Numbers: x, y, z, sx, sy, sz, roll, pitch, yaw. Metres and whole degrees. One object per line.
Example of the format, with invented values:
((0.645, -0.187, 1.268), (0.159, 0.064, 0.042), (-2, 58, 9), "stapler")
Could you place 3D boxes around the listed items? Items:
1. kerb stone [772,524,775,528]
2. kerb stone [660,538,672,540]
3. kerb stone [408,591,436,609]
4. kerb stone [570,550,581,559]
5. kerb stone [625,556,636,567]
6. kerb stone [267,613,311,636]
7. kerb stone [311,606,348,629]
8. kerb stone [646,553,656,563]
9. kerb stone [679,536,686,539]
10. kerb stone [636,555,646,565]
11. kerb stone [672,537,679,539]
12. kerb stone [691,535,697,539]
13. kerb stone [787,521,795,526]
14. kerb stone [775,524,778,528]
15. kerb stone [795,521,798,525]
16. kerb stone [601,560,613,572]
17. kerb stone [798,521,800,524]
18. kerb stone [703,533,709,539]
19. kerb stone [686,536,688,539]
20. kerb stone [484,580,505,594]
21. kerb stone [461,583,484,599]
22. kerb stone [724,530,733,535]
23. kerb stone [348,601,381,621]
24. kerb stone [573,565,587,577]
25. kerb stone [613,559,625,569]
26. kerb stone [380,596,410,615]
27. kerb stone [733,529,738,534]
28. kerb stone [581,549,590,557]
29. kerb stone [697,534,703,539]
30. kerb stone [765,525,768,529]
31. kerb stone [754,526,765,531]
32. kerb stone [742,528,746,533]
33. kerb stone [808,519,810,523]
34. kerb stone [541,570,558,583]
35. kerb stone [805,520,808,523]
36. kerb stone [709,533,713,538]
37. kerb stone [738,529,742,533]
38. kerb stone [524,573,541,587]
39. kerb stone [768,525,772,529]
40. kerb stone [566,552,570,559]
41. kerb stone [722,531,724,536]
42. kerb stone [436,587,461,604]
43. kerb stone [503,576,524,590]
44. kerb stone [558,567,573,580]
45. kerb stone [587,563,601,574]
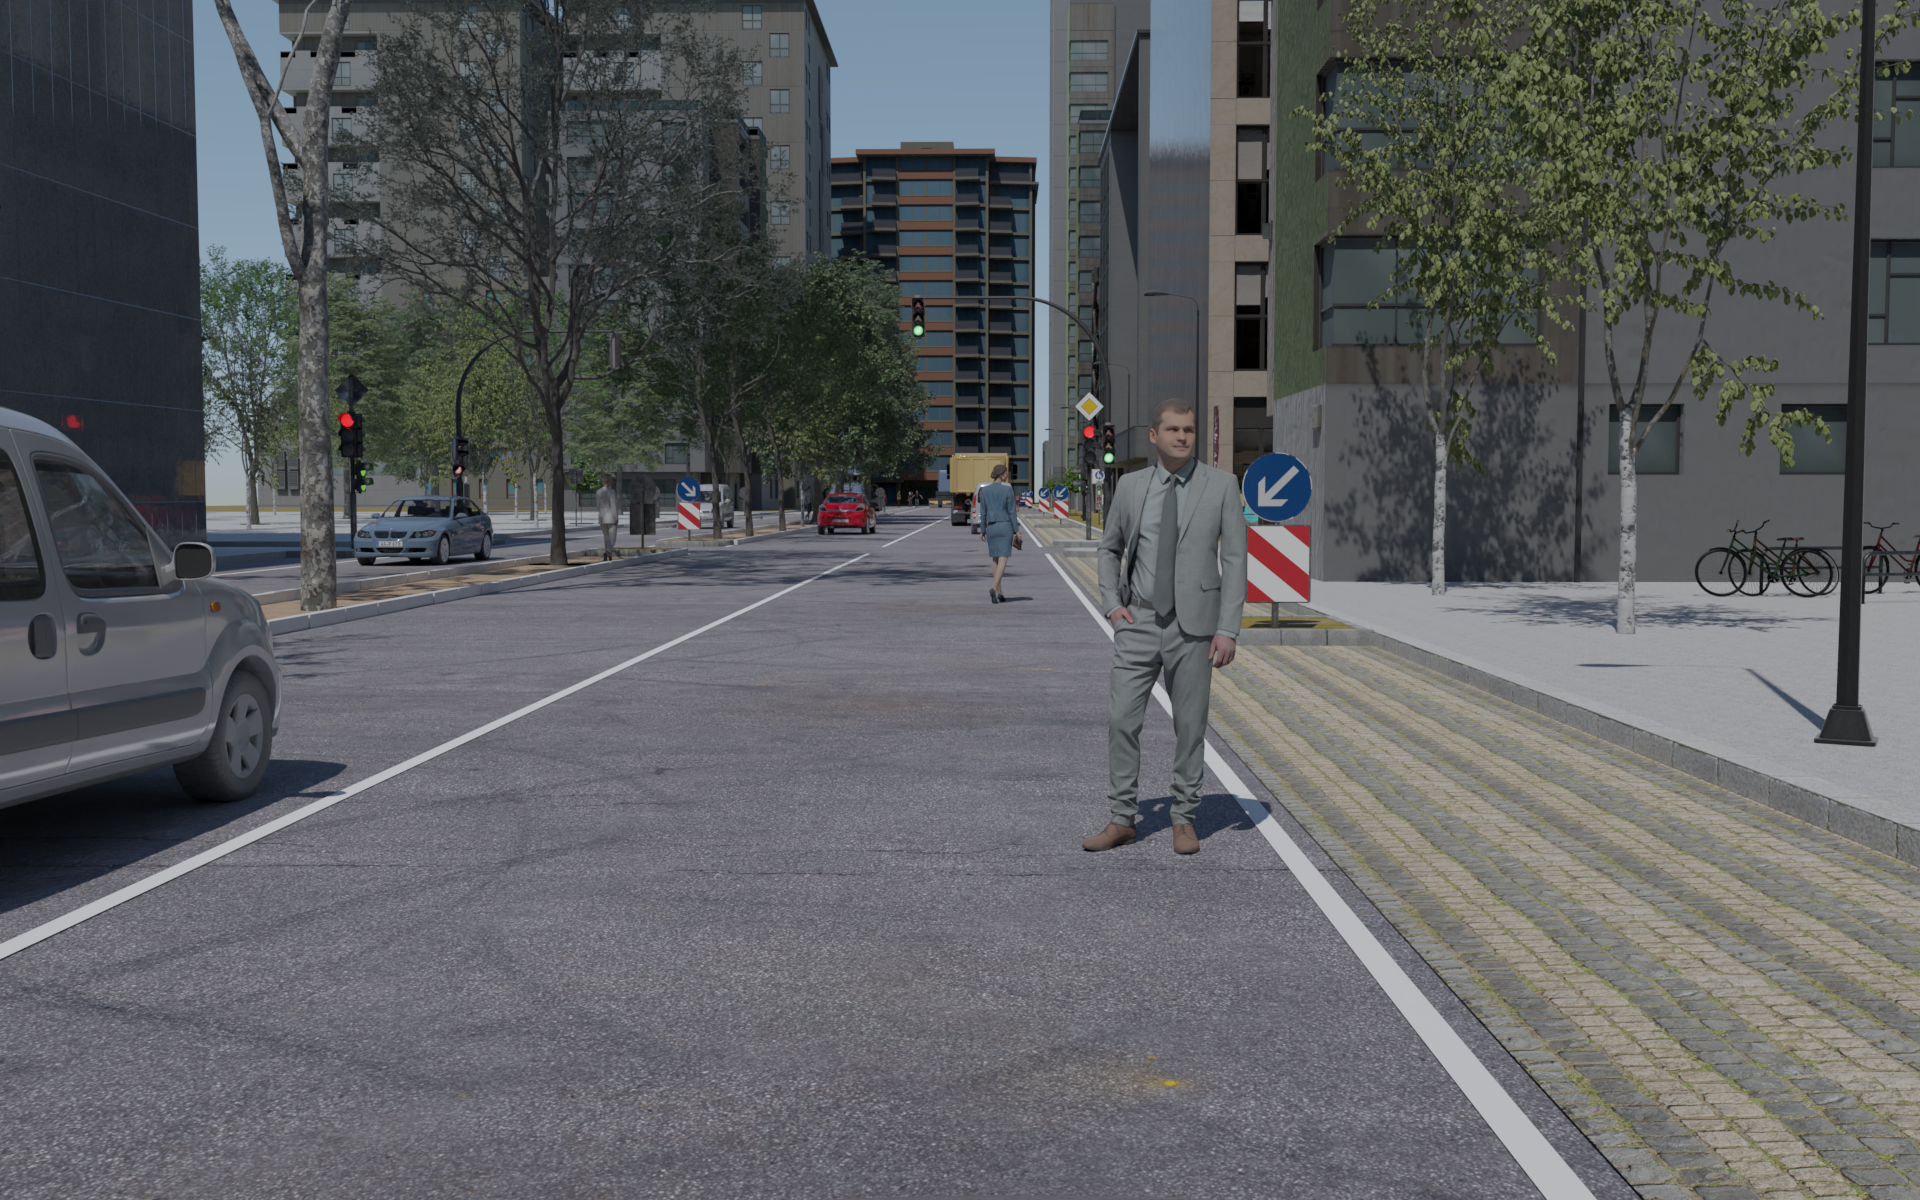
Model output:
((-7.912, -3.035, 71.815), (0.120, 0.150, 1.000), (0, 4, 1), "kerb stone")
((-8.401, -1.655, 49.247), (0.120, 0.150, 1.000), (0, 4, 1), "kerb stone")
((-6.915, 0.012, 22.000), (0.120, 0.150, 1.000), (0, 4, 1), "kerb stone")
((-8.643, -0.994, 38.440), (0.120, 0.150, 1.000), (0, 4, 1), "kerb stone")
((-6.634, -0.732, 34.280), (0.120, 0.150, 1.000), (0, 4, 1), "kerb stone")
((-6.991, 0.263, 17.901), (0.120, 0.150, 1.000), (0, 4, 1), "kerb stone")
((-6.961, 0.200, 18.922), (0.120, 0.150, 1.000), (0, 4, 1), "kerb stone")
((-6.584, -0.864, 36.327), (0.120, 0.150, 1.000), (0, 4, 1), "kerb stone")
((-8.353, -1.779, 51.294), (0.120, 0.150, 1.000), (0, 4, 1), "kerb stone")
((-6.613, -0.802, 35.306), (0.120, 0.150, 1.000), (0, 4, 1), "kerb stone")
((-8.381, -1.717, 50.269), (0.120, 0.150, 1.000), (0, 4, 1), "kerb stone")
((-8.316, -1.905, 53.353), (0.120, 0.150, 1.000), (0, 4, 1), "kerb stone")
((-7.757, -3.473, 78.988), (0.120, 0.150, 1.000), (0, 4, 1), "kerb stone")
((-7.883, -3.097, 72.837), (0.120, 0.150, 1.000), (0, 4, 1), "kerb stone")
((-7.724, -3.532, 80.015), (0.120, 0.150, 1.000), (0, 4, 1), "kerb stone")
((-6.677, -0.614, 32.237), (0.120, 0.150, 1.000), (0, 4, 1), "kerb stone")
((-7.707, -3.597, 81.037), (0.120, 0.150, 1.000), (0, 4, 1), "kerb stone")
((-8.269, -2.031, 55.406), (0.120, 0.150, 1.000), (0, 4, 1), "kerb stone")
((-8.341, -1.839, 52.325), (0.120, 0.150, 1.000), (0, 4, 1), "kerb stone")
((-6.836, -0.166, 25.081), (0.120, 0.150, 1.000), (0, 4, 1), "kerb stone")
((-6.861, -0.114, 24.052), (0.120, 0.150, 1.000), (0, 4, 1), "kerb stone")
((-8.157, -2.345, 60.533), (0.120, 0.150, 1.000), (0, 4, 1), "kerb stone")
((-6.941, 0.138, 19.944), (0.120, 0.150, 1.000), (0, 4, 1), "kerb stone")
((-6.728, -0.489, 30.192), (0.120, 0.150, 1.000), (0, 4, 1), "kerb stone")
((-6.654, -0.677, 33.258), (0.120, 0.150, 1.000), (0, 4, 1), "kerb stone")
((-6.922, 0.075, 20.973), (0.120, 0.150, 1.000), (0, 4, 1), "kerb stone")
((-8.130, -2.407, 61.557), (0.120, 0.150, 1.000), (0, 4, 1), "kerb stone")
((-8.620, -1.052, 39.462), (0.120, 0.150, 1.000), (0, 4, 1), "kerb stone")
((-8.288, -1.969, 54.384), (0.120, 0.150, 1.000), (0, 4, 1), "kerb stone")
((-7.959, -2.909, 69.756), (0.120, 0.150, 1.000), (0, 4, 1), "kerb stone")
((-7.979, -2.844, 68.731), (0.120, 0.150, 1.000), (0, 4, 1), "kerb stone")
((-8.088, -2.528, 63.606), (0.120, 0.150, 1.000), (0, 4, 1), "kerb stone")
((-7.620, -3.847, 85.137), (0.120, 0.150, 1.000), (0, 4, 1), "kerb stone")
((-6.765, -0.364, 28.148), (0.120, 0.150, 1.000), (0, 4, 1), "kerb stone")
((-7.630, -3.786, 84.103), (0.120, 0.150, 1.000), (0, 4, 1), "kerb stone")
((-8.249, -2.086, 56.428), (0.120, 0.150, 1.000), (0, 4, 1), "kerb stone")
((-8.115, -2.470, 62.584), (0.120, 0.150, 1.000), (0, 4, 1), "kerb stone")
((-6.789, -0.296, 27.127), (0.120, 0.150, 1.000), (0, 4, 1), "kerb stone")
((-7.931, -2.966, 70.786), (0.120, 0.150, 1.000), (0, 4, 1), "kerb stone")
((-8.663, -0.928, 37.413), (0.120, 0.150, 1.000), (0, 4, 1), "kerb stone")
((-8.199, -2.218, 58.480), (0.120, 0.150, 1.000), (0, 4, 1), "kerb stone")
((-6.879, -0.051, 23.026), (0.120, 0.150, 1.000), (0, 4, 1), "kerb stone")
((-6.812, -0.237, 26.104), (0.120, 0.150, 1.000), (0, 4, 1), "kerb stone")
((-6.749, -0.427, 29.170), (0.120, 0.150, 1.000), (0, 4, 1), "kerb stone")
((-6.694, -0.550, 31.215), (0.120, 0.150, 1.000), (0, 4, 1), "kerb stone")
